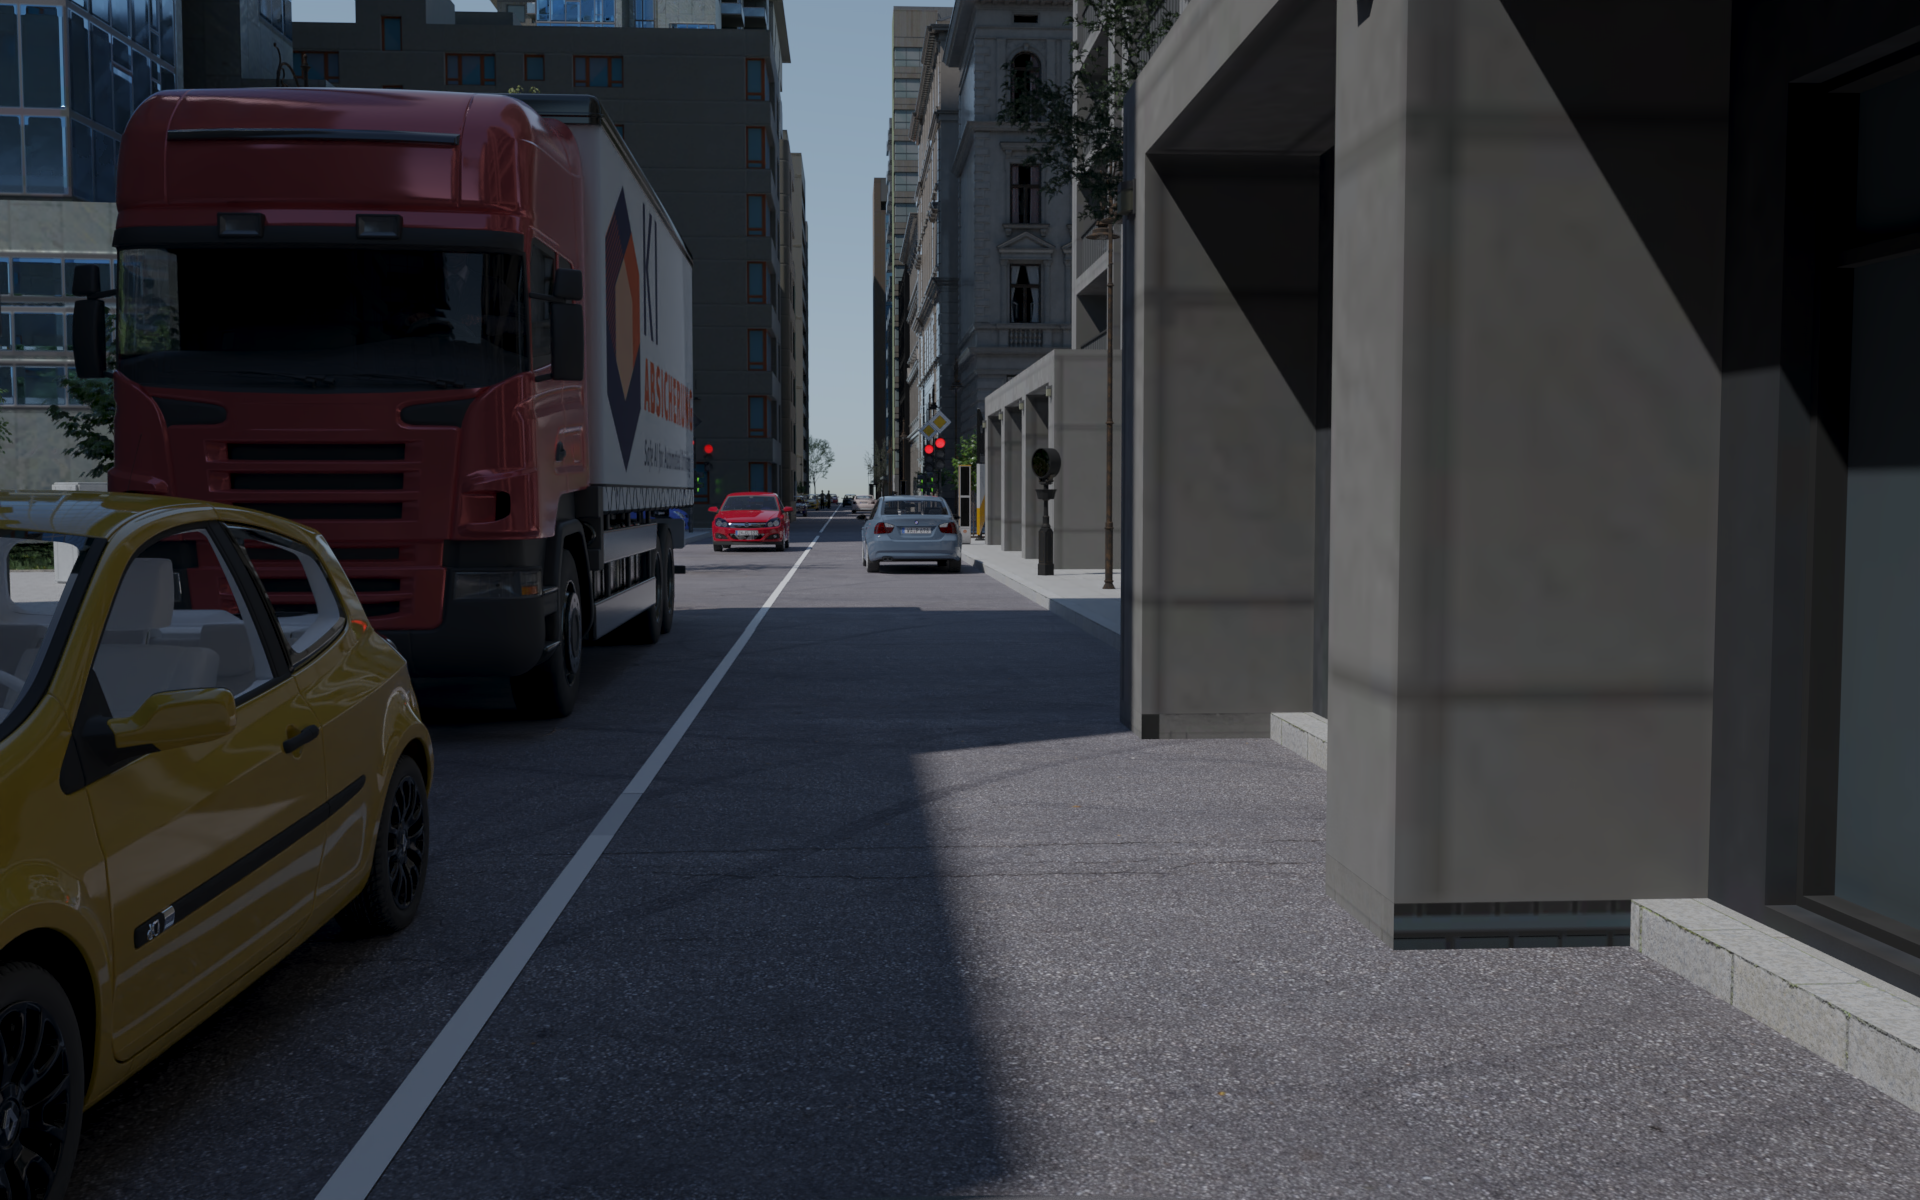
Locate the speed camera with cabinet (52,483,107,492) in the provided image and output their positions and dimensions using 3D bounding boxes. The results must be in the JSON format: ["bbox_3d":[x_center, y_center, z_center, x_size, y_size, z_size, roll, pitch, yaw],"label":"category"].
[{"bbox_3d":[-12.279,-1.907,25.512,0.660,3.252,2.038,2,4,27],"label":"speed camera with cabinet"}]

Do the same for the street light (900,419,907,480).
[{"bbox_3d":[-3.449,-8.159,106.179,0.468,5.910,1.993,0,4,-4],"label":"street light"}]

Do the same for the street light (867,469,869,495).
[{"bbox_3d":[-13.676,-17.920,265.784,0.468,5.910,1.993,0,4,-4],"label":"street light"}]

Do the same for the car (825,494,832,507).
[{"bbox_3d":[-15.313,-11.213,193.552,2.015,1.641,3.980,0,4,-5],"label":"car"}]

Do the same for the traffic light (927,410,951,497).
[{"bbox_3d":[-0.696,-4.229,58.066,0.839,4.253,0.868,0,4,-4],"label":"traffic light"}]

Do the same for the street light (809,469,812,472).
[{"bbox_3d":[-22.525,-17.582,260.248,0.468,5.910,1.993,0,4,-4],"label":"street light"}]

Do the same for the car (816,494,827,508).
[{"bbox_3d":[-14.880,-10.586,183.309,2.015,1.641,3.980,0,4,-4],"label":"car"}]

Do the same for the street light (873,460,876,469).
[{"bbox_3d":[-10.462,-14.926,216.833,0.468,5.910,1.993,0,4,-4],"label":"street light"}]

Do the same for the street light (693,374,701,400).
[{"bbox_3d":[-9.956,-5.697,65.940,0.468,5.910,1.993,0,4,-4],"label":"street light"}]

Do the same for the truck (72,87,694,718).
[{"bbox_3d":[-3.900,-1.559,14.405,2.839,4.237,11.283,0,4,-4],"label":"truck"}]

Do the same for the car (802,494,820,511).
[{"bbox_3d":[-12.933,-8.445,148.298,2.015,1.641,3.980,0,4,-2],"label":"car"}]

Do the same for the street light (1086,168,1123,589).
[{"bbox_3d":[2.012,-3.086,23.241,0.468,5.910,1.993,0,4,-4],"label":"street light"}]

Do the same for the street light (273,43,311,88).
[{"bbox_3d":[-6.880,-2.788,18.378,0.468,5.910,1.993,0,4,-4],"label":"street light"}]

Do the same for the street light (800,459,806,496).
[{"bbox_3d":[-20.273,-15.483,225.938,0.468,5.910,1.993,0,4,-4],"label":"street light"}]

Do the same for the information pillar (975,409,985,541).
[{"bbox_3d":[0.578,-3.447,47.706,0.183,3.616,0.504,1,4,20],"label":"information pillar"}]

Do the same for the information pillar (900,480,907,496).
[{"bbox_3d":[-3.011,-5.403,92.824,0.304,2.012,0.304,1,4,9],"label":"information pillar"}]

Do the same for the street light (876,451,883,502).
[{"bbox_3d":[-8.317,-12.819,182.377,0.468,5.910,1.993,0,4,-4],"label":"street light"}]

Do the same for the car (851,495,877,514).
[{"bbox_3d":[-7.040,-7.061,127.817,2.083,1.381,4.827,0,4,-2],"label":"car"}]

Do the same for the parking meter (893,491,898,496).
[{"bbox_3d":[-4.909,-7.510,131.191,0.372,1.533,0.369,0,3,0],"label":"parking meter"}]

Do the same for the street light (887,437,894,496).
[{"bbox_3d":[-6.016,-10.695,147.652,0.468,5.910,1.993,0,4,-4],"label":"street light"}]

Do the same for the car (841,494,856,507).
[{"bbox_3d":[-11.951,-10.948,188.793,2.009,1.686,4.222,0,4,-4],"label":"car"}]

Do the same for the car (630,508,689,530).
[{"bbox_3d":[-11.460,-3.184,61.646,3.694,1.707,1.945,0,4,-2],"label":"car"}]

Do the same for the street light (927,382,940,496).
[{"bbox_3d":[-1.103,-6.047,71.654,0.468,5.910,1.993,0,4,-4],"label":"street light"}]

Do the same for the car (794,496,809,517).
[{"bbox_3d":[-10.555,-5.944,109.763,1.945,1.354,3.894,0,4,-5],"label":"car"}]

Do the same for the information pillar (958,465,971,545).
[{"bbox_3d":[0.117,-2.417,44.012,0.304,2.012,0.304,0,4,-4],"label":"information pillar"}]

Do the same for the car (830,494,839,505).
[{"bbox_3d":[-17.249,-13.661,232.392,2.155,1.783,4.494,0,4,-2],"label":"car"}]

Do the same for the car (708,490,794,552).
[{"bbox_3d":[-5.345,-2.172,44.558,2.155,1.783,4.494,0,4,-3],"label":"car"}]

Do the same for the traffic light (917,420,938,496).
[{"bbox_3d":[-1.211,-4.716,66.034,0.839,4.253,0.868,0,4,-4],"label":"traffic light"}]

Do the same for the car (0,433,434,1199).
[{"bbox_3d":[-2.599,0.363,4.284,2.015,1.641,3.980,0,4,-2],"label":"car"}]

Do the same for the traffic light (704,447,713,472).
[{"bbox_3d":[-9.454,-4.683,65.489,0.839,4.253,0.868,0,4,-4],"label":"traffic light"}]

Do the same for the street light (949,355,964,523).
[{"bbox_3d":[-0.133,-5.196,57.737,0.468,5.910,1.993,0,4,-4],"label":"street light"}]

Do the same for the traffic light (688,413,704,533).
[{"bbox_3d":[-8.940,-4.196,57.520,0.839,4.253,0.868,0,4,-4],"label":"traffic light"}]

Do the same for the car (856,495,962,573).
[{"bbox_3d":[-0.953,-1.279,32.922,2.014,1.417,4.499,0,4,-5],"label":"car"}]
